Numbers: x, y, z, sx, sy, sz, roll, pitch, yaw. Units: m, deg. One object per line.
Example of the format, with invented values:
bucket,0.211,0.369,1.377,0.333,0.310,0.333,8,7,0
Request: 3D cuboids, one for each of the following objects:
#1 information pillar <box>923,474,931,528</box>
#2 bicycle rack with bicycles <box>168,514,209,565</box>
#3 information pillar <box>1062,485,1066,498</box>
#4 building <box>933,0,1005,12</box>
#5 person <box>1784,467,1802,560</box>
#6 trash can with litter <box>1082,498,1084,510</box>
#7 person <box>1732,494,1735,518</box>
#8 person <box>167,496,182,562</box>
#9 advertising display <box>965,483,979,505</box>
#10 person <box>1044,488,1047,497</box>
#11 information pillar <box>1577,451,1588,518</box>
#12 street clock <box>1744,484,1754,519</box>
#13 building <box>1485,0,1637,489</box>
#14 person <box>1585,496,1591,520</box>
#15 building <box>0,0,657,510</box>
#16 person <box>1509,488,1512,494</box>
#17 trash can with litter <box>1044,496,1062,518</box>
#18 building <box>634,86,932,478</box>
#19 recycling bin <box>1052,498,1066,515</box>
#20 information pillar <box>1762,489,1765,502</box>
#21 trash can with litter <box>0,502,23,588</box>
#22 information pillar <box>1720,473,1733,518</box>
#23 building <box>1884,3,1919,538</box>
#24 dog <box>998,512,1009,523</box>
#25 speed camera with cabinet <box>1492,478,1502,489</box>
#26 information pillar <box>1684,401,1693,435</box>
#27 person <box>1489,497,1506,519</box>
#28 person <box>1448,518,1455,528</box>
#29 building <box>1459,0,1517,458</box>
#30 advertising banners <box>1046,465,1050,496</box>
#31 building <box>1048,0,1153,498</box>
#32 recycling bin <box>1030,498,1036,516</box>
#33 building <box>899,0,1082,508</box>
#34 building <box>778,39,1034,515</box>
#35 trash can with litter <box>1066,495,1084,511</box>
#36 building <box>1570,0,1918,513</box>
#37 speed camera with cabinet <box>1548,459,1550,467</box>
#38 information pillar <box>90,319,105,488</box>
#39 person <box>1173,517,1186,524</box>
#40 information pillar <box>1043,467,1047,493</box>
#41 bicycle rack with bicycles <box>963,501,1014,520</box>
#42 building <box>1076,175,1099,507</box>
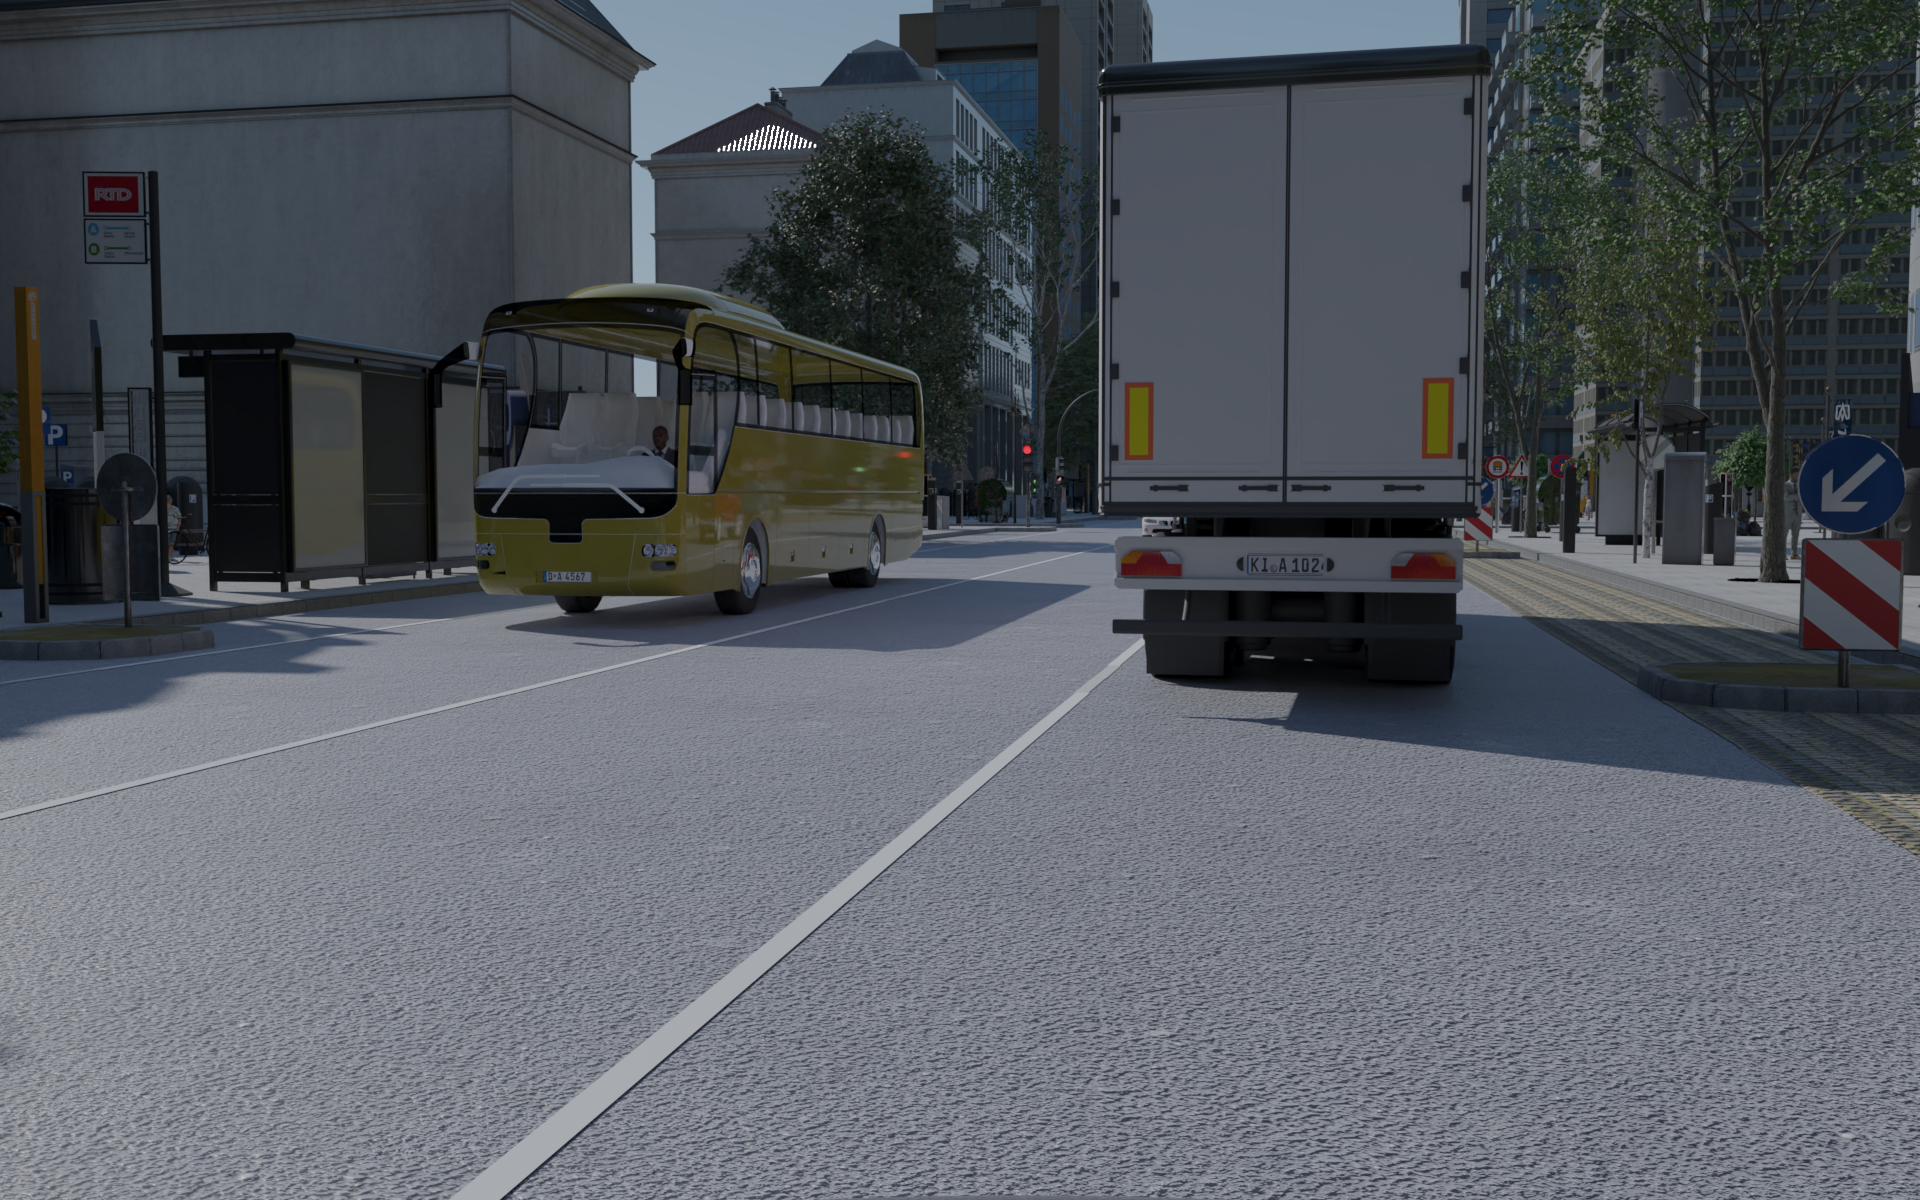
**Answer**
information pillar,-1.263,-3.697,64.935,0.304,2.012,0.304,1,4,21
bicycle rack with bicycles,-13.404,-1.127,31.803,2.852,0.926,2.925,1,4,18
information pillar,8.417,-8.317,140.473,0.304,2.012,0.304,1,4,11
building,9.059,-46.528,198.991,20.563,71.187,20.611,1,4,12
person,16.209,-1.677,33.647,0.511,1.800,0.466,-2,4,-23
trash can with litter,10.009,-7.673,136.842,0.624,1.170,1.055,1,4,22
person,33.400,-4.192,75.168,0.593,1.750,0.643,-1,4,-14
person,-15.019,-1.361,32.984,0.332,1.250,0.352,1,4,14
advertising display,0.811,-6.111,105.132,0.974,1.923,0.123,0,4,-2
person,6.183,-7.195,124.424,0.760,1.731,0.466,-1,4,-13
information pillar,33.401,-6.231,93.233,0.504,3.616,0.183,-2,4,-30
street clock,41.373,-5.276,90.833,0.471,2.002,0.358,1,4,9
building,61.815,-33.245,163.170,23.786,49.044,30.456,1,4,12
person,30.591,-4.470,84.145,0.382,1.210,0.505,0,4,-4
building,-21.100,-11.806,57.658,19.286,19.102,10.561,1,4,12
person,47.160,-8.698,148.388,1.348,1.807,0.705,-3,5,-44
trash can with litter,4.880,-5.031,93.647,0.624,1.170,1.055,3,4,36
building,-8.631,-15.956,97.041,11.583,22.565,21.152,1,4,12
recycling bin,5.914,-5.600,104.118,0.722,1.027,0.722,3,5,40
information pillar,52.774,-7.456,113.255,0.504,3.616,0.183,3,5,43
trash can with litter,-12.925,-0.753,23.705,0.624,1.170,1.055,1,4,10
information pillar,26.638,-3.410,60.241,0.304,2.012,0.304,-1,4,-19
building,32.632,-30.197,35.726,21.231,58.520,28.212,1,4,12
dog,1.923,-3.662,76.700,0.406,0.507,0.540,1,4,15
speed camera with cabinet,36.862,-7.633,119.131,0.660,3.252,2.038,1,4,11
information pillar,18.199,-3.180,43.356,0.183,3.616,0.504,0,4,7
person,22.925,-3.821,74.021,1.012,1.151,0.738,1,4,22
person,14.143,-2.533,49.725,0.447,1.846,0.655,2,4,28
building,65.819,-39.753,191.955,21.231,58.520,28.212,1,4,12
advertising banners,5.124,-6.394,100.727,0.090,3.025,2.074,0,4,-1
building,19.395,-49.771,251.999,20.563,71.187,20.611,1,4,12
recycling bin,4.067,-5.321,99.550,0.722,1.027,0.722,3,4,39
building,3.260,-31.102,158.635,14.600,45.320,14.200,1,4,12
building,-2.681,-21.053,121.706,11.434,29.767,29.804,1,4,12
trash can with litter,9.764,-8.472,149.569,2.233,1.210,1.678,-1,4,-13
building,59.172,-26.639,127.431,32.217,40.220,23.993,1,4,12
speed camera with cabinet,32.507,-6.313,97.545,0.660,3.252,2.038,-2,4,-27
information pillar,-11.460,-1.939,23.053,0.183,3.616,0.504,-2,4,-32
person,4.297,-1.473,32.450,0.638,1.841,0.748,1,4,16
information pillar,6.393,-8.476,129.938,0.183,3.616,0.504,-2,4,-24
bicycle rack with bicycles,1.419,-4.491,86.816,2.925,0.926,2.852,-2,4,-23
building,-1.229,-29.814,179.336,32.217,40.220,23.993,1,4,12
